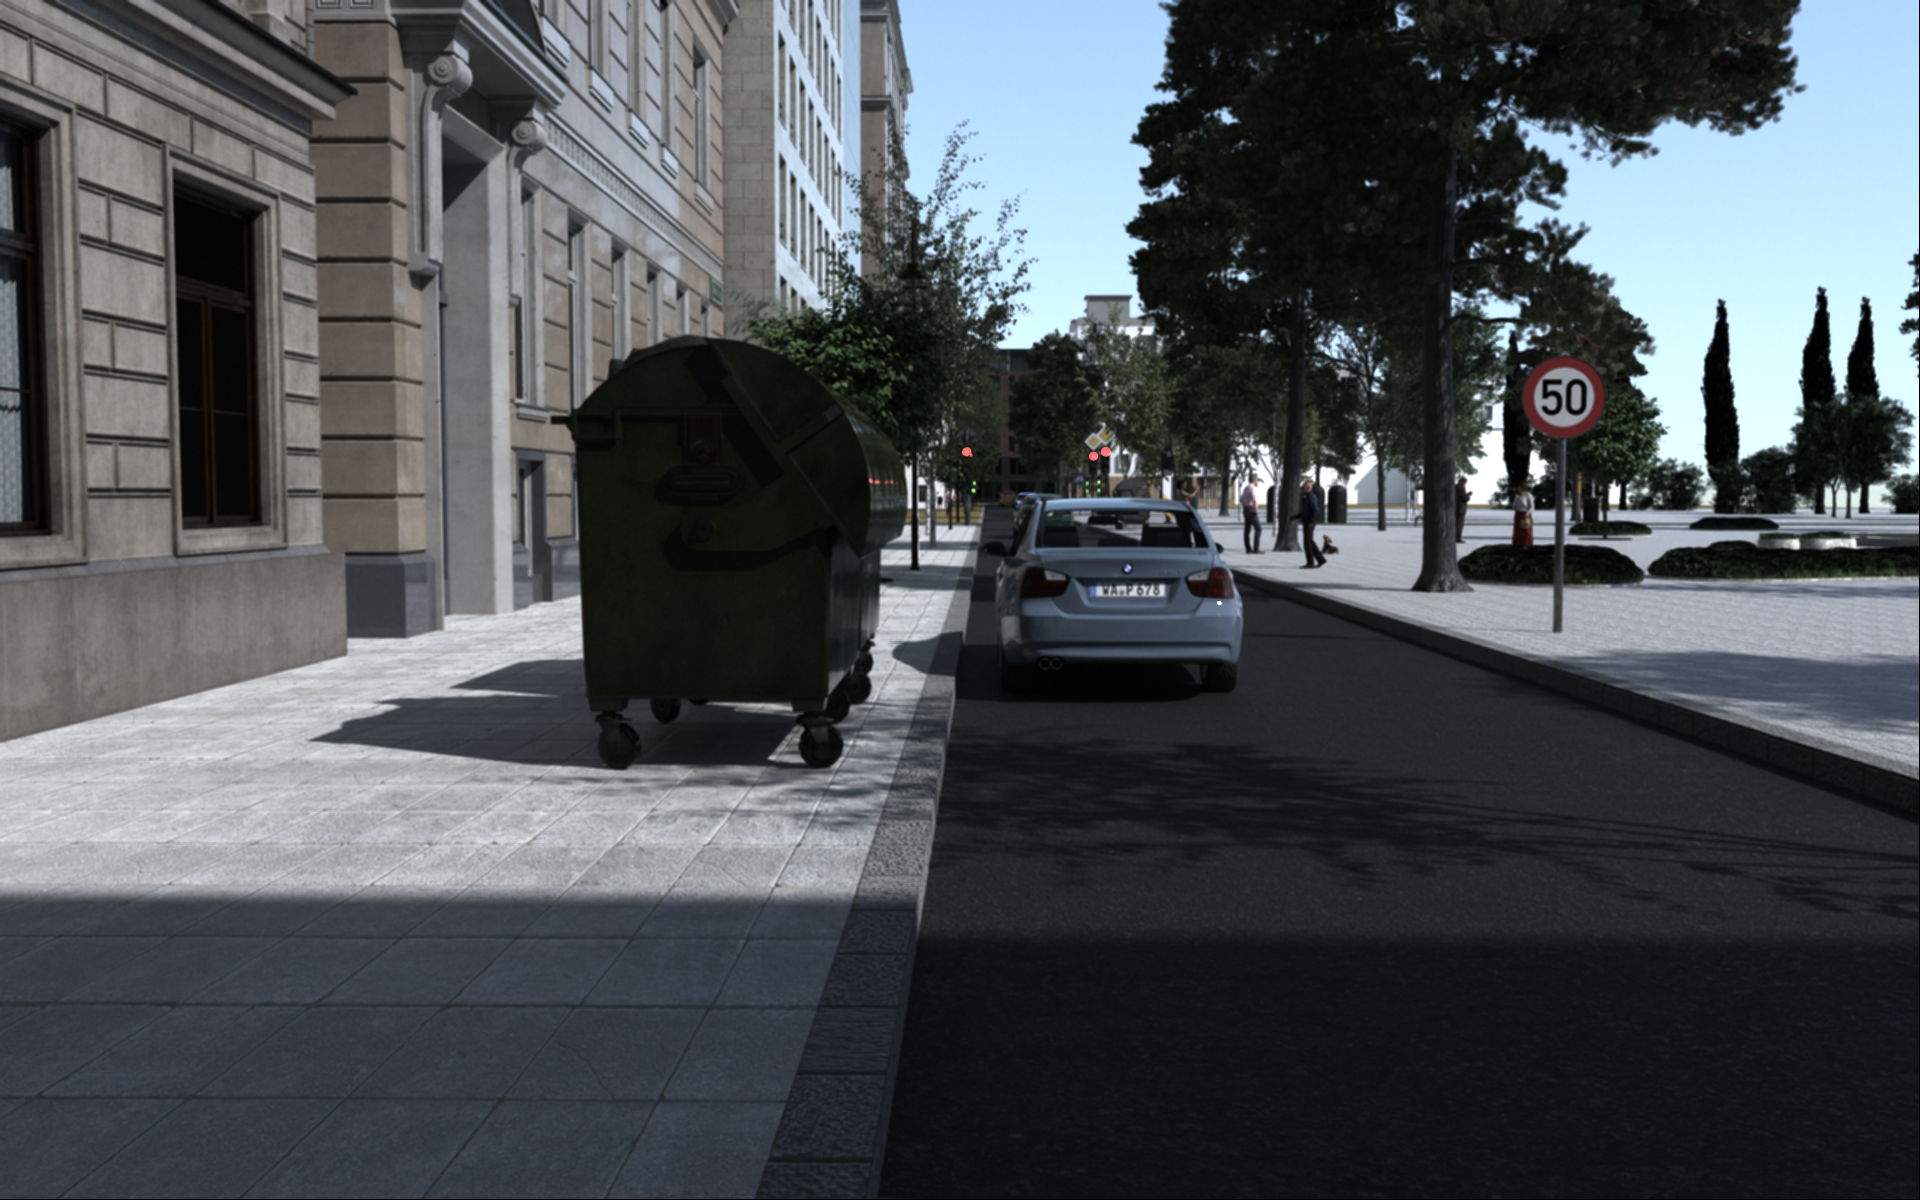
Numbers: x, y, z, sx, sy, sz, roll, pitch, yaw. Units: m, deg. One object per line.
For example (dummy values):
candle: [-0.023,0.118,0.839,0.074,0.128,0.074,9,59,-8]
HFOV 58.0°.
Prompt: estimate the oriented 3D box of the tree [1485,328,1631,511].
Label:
tree: [49.272,-14.415,137.508,18.604,14.587,13.155,3,5,43]

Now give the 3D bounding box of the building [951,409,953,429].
building: [-16.828,-21.541,218.647,31.486,18.905,16.747,0,4,1]

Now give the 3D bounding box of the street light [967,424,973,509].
street light: [0.510,-8.507,111.874,0.468,5.910,1.993,0,4,1]

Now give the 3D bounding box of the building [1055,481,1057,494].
building: [16.647,-16.546,212.676,9.099,9.664,28.070,0,4,1]

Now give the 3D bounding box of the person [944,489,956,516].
person: [-0.530,-5.689,100.002,0.756,1.711,0.436,-1,4,-17]

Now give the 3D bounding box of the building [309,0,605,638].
building: [-10.989,-14.582,24.323,13.634,28.700,20.117,0,4,1]

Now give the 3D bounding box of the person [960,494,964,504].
person: [0.337,-10.774,185.427,0.599,1.433,0.991,2,4,35]

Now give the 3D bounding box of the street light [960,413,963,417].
street light: [-0.094,-6.454,78.316,0.468,5.910,1.993,0,4,1]

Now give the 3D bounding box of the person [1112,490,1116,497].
person: [8.424,-5.308,95.363,0.613,1.512,0.480,-1,4,-10]

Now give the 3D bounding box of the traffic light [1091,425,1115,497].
traffic light: [5.850,-4.940,70.011,0.839,4.213,0.868,0,4,1]

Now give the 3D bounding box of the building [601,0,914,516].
building: [-9.471,-18.625,90.419,13.634,28.700,20.117,0,4,1]

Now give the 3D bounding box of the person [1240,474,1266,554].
person: [6.335,-1.862,37.418,0.436,1.711,0.756,0,4,-4]

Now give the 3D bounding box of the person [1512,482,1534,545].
person: [11.306,-1.604,34.732,0.387,1.526,0.523,-2,4,-28]

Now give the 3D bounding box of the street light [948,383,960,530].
street light: [-0.345,-5.493,62.593,0.468,5.910,1.993,0,4,1]

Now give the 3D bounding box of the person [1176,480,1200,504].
person: [5.748,-2.208,43.605,0.517,1.644,0.566,-3,5,-42]

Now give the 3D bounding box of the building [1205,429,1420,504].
building: [43.277,-17.111,221.908,28.070,9.664,9.099,0,4,1]

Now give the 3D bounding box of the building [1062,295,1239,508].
building: [18.559,-19.171,169.859,16.016,20.091,11.380,0,4,1]

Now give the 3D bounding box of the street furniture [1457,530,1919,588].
street furniture: [11.961,-0.723,27.452,10.072,0.657,5.734,-1,4,-14]

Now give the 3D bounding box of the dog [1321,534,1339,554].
dog: [7.871,-1.189,37.170,0.550,0.427,0.748,2,4,25]

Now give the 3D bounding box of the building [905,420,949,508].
building: [-5.613,-15.527,196.012,9.099,9.664,28.070,0,4,1]

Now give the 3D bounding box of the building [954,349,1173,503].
building: [15.626,-25.071,253.892,32.646,21.610,27.936,0,4,1]

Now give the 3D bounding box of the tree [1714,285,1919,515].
tree: [56.324,-12.938,113.358,18.604,14.587,13.155,-1,4,-13]

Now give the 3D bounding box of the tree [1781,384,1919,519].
tree: [48.959,-7.691,88.653,11.467,7.101,20.602,-1,4,-22]

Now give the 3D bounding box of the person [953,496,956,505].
person: [-0.453,-12.363,211.359,0.799,1.438,0.628,1,4,9]

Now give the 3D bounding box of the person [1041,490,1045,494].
person: [10.275,-12.797,215.372,1.348,1.812,0.705,2,4,25]

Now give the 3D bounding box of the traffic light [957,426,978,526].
traffic light: [0.289,-4.944,70.082,0.839,4.213,0.868,0,4,1]

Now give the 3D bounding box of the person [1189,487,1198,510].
person: [8.383,-3.314,62.442,0.429,1.552,0.499,1,4,19]

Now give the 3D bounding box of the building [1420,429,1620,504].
building: [71.394,-17.054,220.983,28.070,9.664,9.099,0,4,1]

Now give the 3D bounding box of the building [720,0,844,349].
building: [-8.769,-11.514,43.001,10.420,20.320,16.860,0,4,1]

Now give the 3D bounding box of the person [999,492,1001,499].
person: [5.225,-13.394,228.301,0.445,1.727,0.742,-2,4,-29]

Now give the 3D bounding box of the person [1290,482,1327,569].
person: [5.988,-1.298,29.957,0.600,1.496,0.574,2,4,30]

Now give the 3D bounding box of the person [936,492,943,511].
person: [-1.570,-7.406,130.323,0.799,1.438,0.628,3,5,39]

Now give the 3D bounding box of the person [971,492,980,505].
person: [1.721,-12.246,206.273,1.348,1.823,0.705,0,4,6]

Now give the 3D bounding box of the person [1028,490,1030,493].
person: [8.695,-13.083,219.913,1.348,1.831,0.705,-3,5,-43]

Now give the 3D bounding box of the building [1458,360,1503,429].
building: [69.604,-23.874,246.761,11.380,20.091,16.016,0,4,1]

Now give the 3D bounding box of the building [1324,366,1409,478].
building: [48.182,-23.314,247.643,31.486,18.905,16.747,0,4,1]

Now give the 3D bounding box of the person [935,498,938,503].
person: [-1.662,-5.992,106.214,0.569,1.553,0.471,-2,4,-24]

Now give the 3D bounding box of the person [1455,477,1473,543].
person: [13.178,-2.371,45.504,0.600,1.739,0.565,-2,4,-34]

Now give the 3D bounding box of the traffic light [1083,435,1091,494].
traffic light: [5.974,-5.428,77.996,0.839,4.213,0.868,0,4,1]

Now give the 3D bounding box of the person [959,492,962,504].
person: [-0.185,-12.712,213.892,0.705,1.824,1.348,-3,4,-38]

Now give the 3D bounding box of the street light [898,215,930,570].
street light: [-0.761,-3.440,29.032,0.468,5.910,1.993,0,4,1]

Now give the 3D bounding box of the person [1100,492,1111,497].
person: [10.701,-7.383,127.315,0.990,1.755,0.434,0,4,5]

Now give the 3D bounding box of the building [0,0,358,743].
building: [-9.717,-8.537,4.203,10.561,19.102,19.286,0,4,1]

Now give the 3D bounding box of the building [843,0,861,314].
building: [-13.840,-14.844,60.726,19.932,24.808,12.078,0,4,1]

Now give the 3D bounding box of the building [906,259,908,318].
building: [-9.911,-18.301,118.298,14.460,24.649,34.723,0,4,1]
